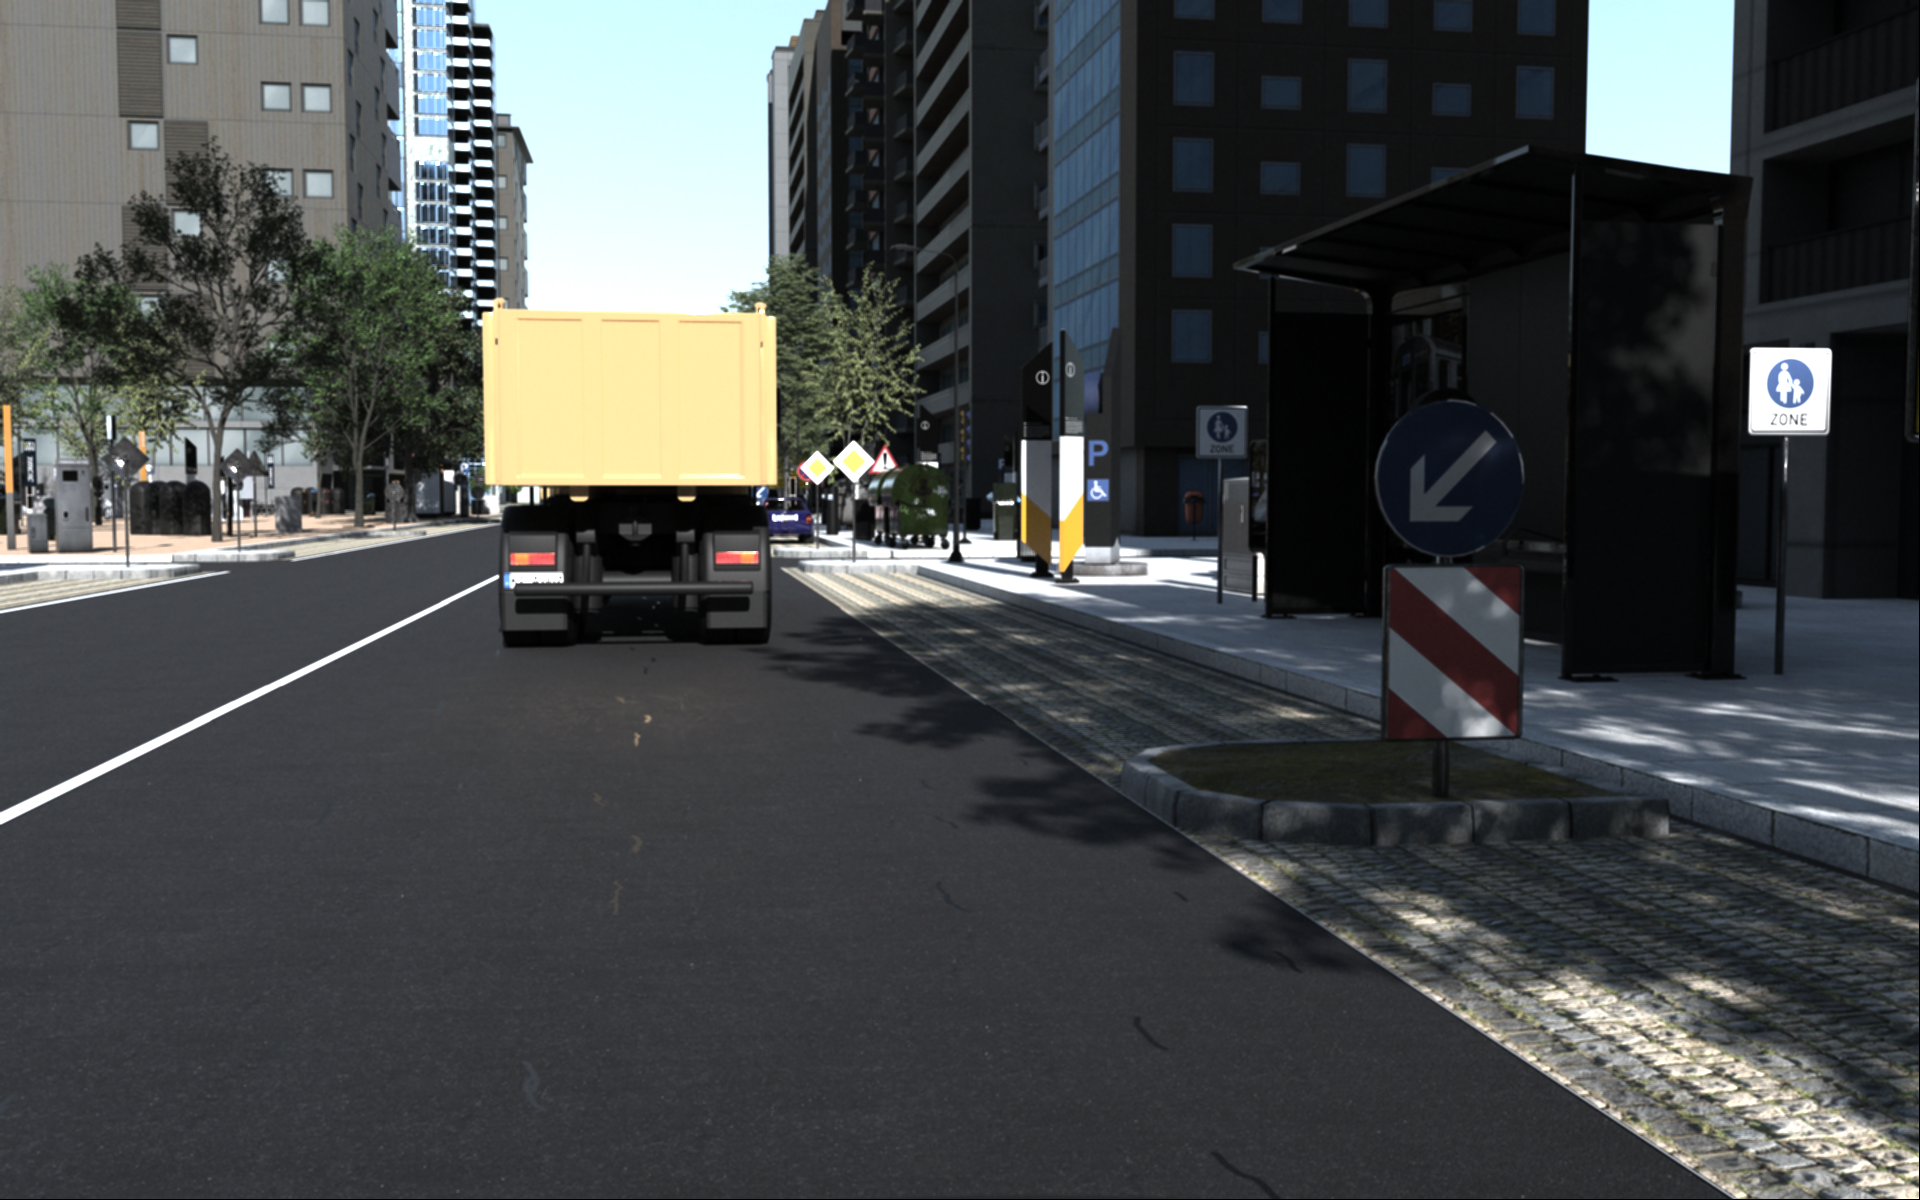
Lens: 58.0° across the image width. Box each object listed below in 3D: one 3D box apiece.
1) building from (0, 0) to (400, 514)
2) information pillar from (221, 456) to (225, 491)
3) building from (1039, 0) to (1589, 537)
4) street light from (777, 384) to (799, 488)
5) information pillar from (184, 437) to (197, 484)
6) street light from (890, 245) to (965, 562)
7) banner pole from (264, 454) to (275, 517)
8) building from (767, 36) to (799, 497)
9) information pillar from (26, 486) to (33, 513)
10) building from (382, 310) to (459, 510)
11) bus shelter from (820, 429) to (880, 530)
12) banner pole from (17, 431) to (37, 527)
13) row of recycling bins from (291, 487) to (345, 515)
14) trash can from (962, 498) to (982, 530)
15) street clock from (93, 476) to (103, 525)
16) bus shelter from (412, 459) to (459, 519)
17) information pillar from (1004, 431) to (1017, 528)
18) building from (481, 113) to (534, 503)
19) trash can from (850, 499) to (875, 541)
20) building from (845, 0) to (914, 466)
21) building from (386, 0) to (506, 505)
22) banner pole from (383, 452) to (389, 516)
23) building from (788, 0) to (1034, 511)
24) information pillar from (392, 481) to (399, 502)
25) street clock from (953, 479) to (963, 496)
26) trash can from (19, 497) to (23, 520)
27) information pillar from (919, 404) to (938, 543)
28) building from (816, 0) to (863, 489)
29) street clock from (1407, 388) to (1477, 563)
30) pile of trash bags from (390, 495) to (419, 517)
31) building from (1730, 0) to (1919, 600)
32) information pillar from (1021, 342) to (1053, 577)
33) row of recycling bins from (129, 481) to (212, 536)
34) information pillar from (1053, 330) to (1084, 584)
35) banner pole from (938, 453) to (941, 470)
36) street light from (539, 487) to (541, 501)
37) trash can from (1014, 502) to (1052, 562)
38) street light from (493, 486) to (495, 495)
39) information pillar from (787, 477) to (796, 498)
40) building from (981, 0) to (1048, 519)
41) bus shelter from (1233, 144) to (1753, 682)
[{"bbox_3d":[-54.615,-32.527,121.059,28.713,52.752,27.495,-1,4,-10],"label":"building"},{"bbox_3d":[-45.004,-6.976,105.408,0.504,3.616,0.183,-3,5,-42],"label":"information pillar"},{"bbox_3d":[11.018,-24.947,57.986,14.200,45.320,14.600,-1,4,-10],"label":"building"},{"bbox_3d":[-7.333,-6.121,72.613,1.470,5.913,1.316,-1,4,-10],"label":"street light"},{"bbox_3d":[-31.665,-4.892,71.331,0.183,3.616,0.504,2,4,34],"label":"information pillar"},{"bbox_3d":[-0.605,-3.668,32.509,1.470,5.913,1.316,-1,4,-10],"label":"street light"},{"bbox_3d":[-38.444,-6.503,96.333,0.863,3.779,0.401,2,4,24],"label":"banner pole"},{"bbox_3d":[-15.003,-42.169,231.466,21.231,58.520,28.212,-1,4,-10],"label":"building"},{"bbox_3d":[-52.765,-5.732,98.204,0.304,2.012,0.304,-3,4,-38],"label":"information pillar"},{"bbox_3d":[-59.369,-18.637,149.753,27.650,21.520,28.899,-1,4,-10],"label":"building"},{"bbox_3d":[-4.162,-4.549,65.656,1.731,3.624,6.357,-1,4,-10],"label":"bus shelter"},{"bbox_3d":[-36.996,-4.809,68.643,0.401,3.779,0.863,3,4,39],"label":"banner pole"},{"bbox_3d":[-39.974,-6.155,107.744,1.069,1.692,3.534,3,4,37],"label":"row of recycling bins"},{"bbox_3d":[0.429,-3.050,61.517,0.748,1.137,0.748,0,3,0],"label":"trash can"},{"bbox_3d":[-35.445,-4.077,71.228,0.358,2.002,0.471,0,4,-5],"label":"street clock"},{"bbox_3d":[-28.373,-6.065,93.091,2.014,3.302,5.546,-1,4,-10],"label":"bus shelter"},{"bbox_3d":[1.923,-4.657,67.489,0.504,3.616,0.183,3,4,38],"label":"information pillar"},{"bbox_3d":[-74.745,-39.906,241.705,28.713,52.752,27.495,-1,4,-10],"label":"building"},{"bbox_3d":[-2.659,-2.224,48.011,0.748,1.137,0.748,0,3,0],"label":"trash can"},{"bbox_3d":[2.754,-29.337,134.291,22.147,44.769,28.867,-1,4,-10],"label":"building"},{"bbox_3d":[-67.375,-55.024,212.309,22.319,86.520,31.000,-1,4,-10],"label":"building"},{"bbox_3d":[-33.998,-6.893,102.720,0.401,3.779,0.863,-3,4,-37],"label":"banner pole"},{"bbox_3d":[-5.609,-33.580,172.733,21.300,48.544,21.600,-1,4,-10],"label":"building"},{"bbox_3d":[-31.521,-5.643,96.749,0.304,2.012,0.304,-3,5,-39],"label":"information pillar"},{"bbox_3d":[-0.091,-4.784,82.793,0.358,2.002,0.471,3,5,42],"label":"street clock"},{"bbox_3d":[-47.030,-4.563,86.257,0.748,1.137,0.748,0,3,0],"label":"trash can"},{"bbox_3d":[-0.817,-3.278,44.947,0.504,3.616,0.183,0,4,5],"label":"information pillar"},{"bbox_3d":[-5.232,-30.864,154.729,14.600,45.320,14.200,-1,4,-10],"label":"building"},{"bbox_3d":[3.324,-0.452,11.959,0.471,2.002,0.358,0,4,-1],"label":"street clock"},{"bbox_3d":[-31.918,-5.512,99.874,1.912,1.369,3.447,-1,4,-15],"label":"pile of trash bags"},{"bbox_3d":[21.383,-35.332,15.927,20.563,71.187,20.611,-1,4,-10],"label":"building"},{"bbox_3d":[1.187,-2.159,26.658,0.504,3.616,0.183,-1,4,-12],"label":"information pillar"},{"bbox_3d":[-24.842,-2.893,54.410,3.534,1.692,1.069,2,4,32],"label":"row of recycling bins"},{"bbox_3d":[1.599,-2.053,24.929,0.183,3.616,0.504,3,5,40],"label":"information pillar"},{"bbox_3d":[-1.410,-6.300,93.022,0.863,3.779,0.401,-1,4,-15],"label":"banner pole"},{"bbox_3d":[-37.002,-11.146,154.776,1.470,5.913,1.316,-1,4,-10],"label":"street light"},{"bbox_3d":[1.384,-1.299,32.894,0.748,1.137,0.748,0,3,0],"label":"trash can"},{"bbox_3d":[-30.013,-8.621,113.500,1.470,5.913,1.316,-1,4,-10],"label":"street light"},{"bbox_3d":[-7.382,-4.373,75.990,0.304,2.012,0.304,-2,4,-25],"label":"information pillar"},{"bbox_3d":[9.361,-29.118,99.783,21.300,48.544,21.600,-1,4,-10],"label":"building"},{"bbox_3d":[4.152,-1.444,14.887,1.731,3.624,6.357,-1,4,-10],"label":"bus shelter"}]
